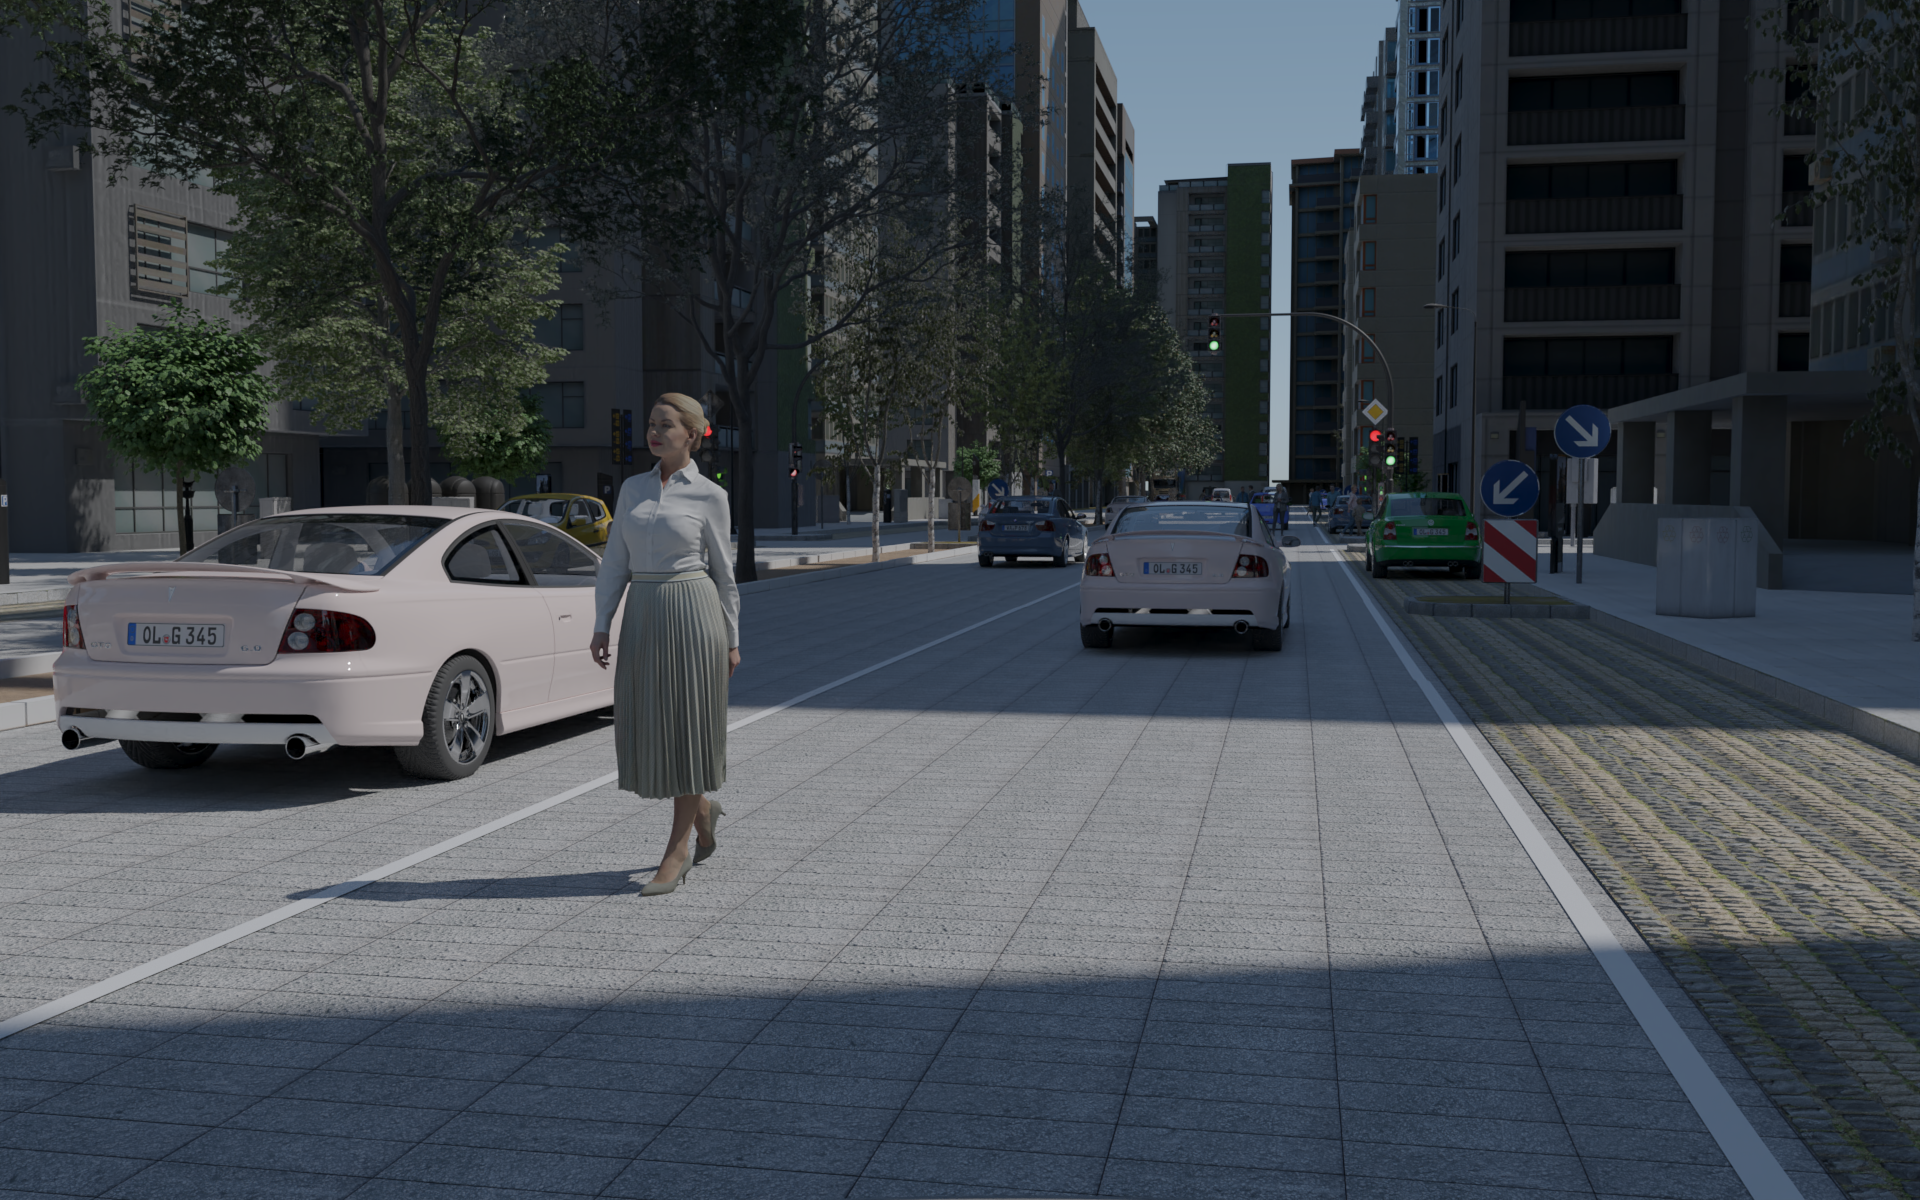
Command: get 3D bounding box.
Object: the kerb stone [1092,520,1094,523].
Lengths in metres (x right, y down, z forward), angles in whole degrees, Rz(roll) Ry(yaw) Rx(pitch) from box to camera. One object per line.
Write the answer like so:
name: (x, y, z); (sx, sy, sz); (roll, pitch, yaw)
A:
kerb stone: (6.307, -3.815, 84.590); (0.120, 0.150, 1.000); (1, 4, 11)

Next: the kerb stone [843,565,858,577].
kerb stone: (-2.012, -0.496, 30.304); (0.120, 0.150, 1.000); (1, 4, 11)

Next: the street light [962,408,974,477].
street light: (0.663, -7.330, 92.388); (1.470, 5.913, 1.316); (1, 4, 11)

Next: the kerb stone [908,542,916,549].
kerb stone: (-1.364, -1.381, 44.777); (0.120, 0.150, 1.000); (1, 4, 11)

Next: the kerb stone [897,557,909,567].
kerb stone: (-1.236, -0.742, 34.320); (0.120, 0.150, 1.000); (1, 4, 11)

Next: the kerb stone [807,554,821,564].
kerb stone: (-3.114, -0.828, 35.735); (0.120, 0.150, 1.000); (1, 4, 11)

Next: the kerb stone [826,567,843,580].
kerb stone: (-2.217, -0.430, 29.296); (0.120, 0.150, 1.000); (1, 4, 11)

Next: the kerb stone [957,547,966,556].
kerb stone: (-0.082, -1.110, 40.351); (0.120, 0.150, 1.000); (1, 4, 11)

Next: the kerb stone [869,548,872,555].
kerb stone: (-2.137, -1.133, 40.756); (0.120, 0.150, 1.000); (1, 4, 11)

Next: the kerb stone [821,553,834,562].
kerb stone: (-2.921, -0.890, 36.739); (0.120, 0.150, 1.000); (1, 4, 11)

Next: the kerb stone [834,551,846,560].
kerb stone: (-2.727, -0.951, 37.747); (0.120, 0.150, 1.000); (1, 4, 11)

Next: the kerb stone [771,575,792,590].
kerb stone: (-2.795, -0.248, 26.276); (0.120, 0.150, 1.000); (1, 4, 11)

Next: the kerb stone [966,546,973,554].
kerb stone: (0.108, -1.172, 41.355); (0.120, 0.150, 1.000); (1, 4, 11)

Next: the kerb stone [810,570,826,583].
kerb stone: (-2.421, -0.373, 28.288); (0.120, 0.150, 1.000); (1, 4, 11)

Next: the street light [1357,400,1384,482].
street light: (20.288, -6.905, 85.439); (1.470, 5.913, 1.316); (1, 4, 11)

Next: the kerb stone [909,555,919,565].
kerb stone: (-1.052, -0.797, 35.326); (0.120, 0.150, 1.000); (1, 4, 11)

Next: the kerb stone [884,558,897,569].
kerb stone: (-1.434, -0.669, 33.318); (0.120, 0.150, 1.000); (1, 4, 11)

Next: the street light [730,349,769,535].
street light: (-6.665, -5.014, 54.513); (1.470, 5.913, 1.316); (1, 4, 11)

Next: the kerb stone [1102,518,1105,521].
kerb stone: (7.862, -4.309, 92.643); (0.120, 0.150, 1.000); (1, 4, 11)

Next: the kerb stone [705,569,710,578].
kerb stone: (-4.282, -0.458, 29.686); (0.120, 0.150, 1.000); (1, 4, 11)

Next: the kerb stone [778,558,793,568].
kerb stone: (-3.504, -0.704, 33.719); (0.120, 0.150, 1.000); (1, 4, 11)

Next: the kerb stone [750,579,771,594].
kerb stone: (-2.994, -0.188, 25.273); (0.120, 0.150, 1.000); (1, 4, 11)

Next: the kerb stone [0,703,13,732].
kerb stone: (-5.899, 0.736, 10.163); (0.120, 0.150, 1.000); (1, 4, 11)

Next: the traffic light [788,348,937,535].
traffic light: (-3.100, -4.846, 53.898); (4.771, 5.953, 1.251); (1, 4, 11)

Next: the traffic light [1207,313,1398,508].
traffic light: (8.593, -4.201, 43.356); (4.771, 5.953, 1.251); (1, 4, 11)

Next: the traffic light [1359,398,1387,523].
traffic light: (12.176, -3.793, 50.943); (0.839, 4.253, 0.868); (1, 4, 11)

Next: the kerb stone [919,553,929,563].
kerb stone: (-0.858, -0.865, 36.335); (0.120, 0.150, 1.000); (1, 4, 11)

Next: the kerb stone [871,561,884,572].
kerb stone: (-1.637, -0.619, 32.316); (0.120, 0.150, 1.000); (1, 4, 11)

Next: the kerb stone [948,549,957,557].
kerb stone: (-0.280, -1.046, 39.348); (0.120, 0.150, 1.000); (1, 4, 11)

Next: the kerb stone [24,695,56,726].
kerb stone: (-5.711, 0.674, 11.173); (0.120, 0.150, 1.000); (1, 4, 11)

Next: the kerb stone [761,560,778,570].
kerb stone: (-3.695, -0.643, 32.715); (0.120, 0.150, 1.000); (1, 4, 11)

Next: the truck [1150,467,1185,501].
truck: (21.116, -11.410, 175.463); (2.839, 4.237, 11.283); (1, 4, 12)

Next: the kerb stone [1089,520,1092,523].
kerb stone: (6.121, -3.755, 83.583); (0.120, 0.150, 1.000); (1, 4, 11)

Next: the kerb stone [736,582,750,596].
kerb stone: (-3.188, -0.127, 24.268); (0.120, 0.150, 1.000); (1, 4, 11)

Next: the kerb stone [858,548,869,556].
kerb stone: (-2.334, -1.074, 39.753); (0.120, 0.150, 1.000); (1, 4, 11)

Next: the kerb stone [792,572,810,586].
kerb stone: (-2.599, -0.311, 27.281); (0.120, 0.150, 1.000); (1, 4, 11)

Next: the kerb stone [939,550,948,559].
kerb stone: (-0.470, -0.988, 38.344); (0.120, 0.150, 1.000); (1, 4, 11)

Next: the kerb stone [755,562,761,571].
kerb stone: (-3.893, -0.578, 31.706); (0.120, 0.150, 1.000); (1, 4, 11)

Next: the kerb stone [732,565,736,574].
kerb stone: (-4.086, -0.518, 30.697); (0.120, 0.150, 1.000); (1, 4, 11)

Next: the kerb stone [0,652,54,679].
kerb stone: (-7.383, 0.527, 13.571); (0.120, 0.150, 1.000); (1, 4, 11)

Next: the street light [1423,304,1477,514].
street light: (12.002, -4.270, 42.360); (1.470, 5.913, 1.316); (1, 4, 11)

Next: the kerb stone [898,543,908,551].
kerb stone: (-1.555, -1.317, 43.773); (0.120, 0.150, 1.000); (1, 4, 11)

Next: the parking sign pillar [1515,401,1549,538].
parking sign pillar: (16.513, -3.802, 50.627); (1.447, 3.967, 1.447); (1, 4, 13)

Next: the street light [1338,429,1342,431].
street light: (27.812, -9.292, 124.466); (1.470, 5.913, 1.316); (1, 4, 11)

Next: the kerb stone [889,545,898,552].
kerb stone: (-1.757, -1.258, 42.764); (0.120, 0.150, 1.000); (1, 4, 11)

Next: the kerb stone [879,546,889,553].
kerb stone: (-1.947, -1.197, 41.760); (0.120, 0.150, 1.000); (1, 4, 11)

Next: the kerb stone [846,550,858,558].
kerb stone: (-2.530, -1.009, 38.750); (0.120, 0.150, 1.000); (1, 4, 11)

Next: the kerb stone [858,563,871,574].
kerb stone: (-1.829, -0.558, 31.312); (0.120, 0.150, 1.000); (1, 4, 11)

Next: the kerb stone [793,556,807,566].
kerb stone: (-3.308, -0.761, 34.731); (0.120, 0.150, 1.000); (1, 4, 11)

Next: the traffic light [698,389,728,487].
traffic light: (-6.682, -3.517, 46.418); (0.839, 4.253, 0.868); (1, 4, 11)

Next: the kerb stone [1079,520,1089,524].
kerb stone: (5.925, -3.693, 82.569); (0.120, 0.150, 1.000); (1, 4, 11)

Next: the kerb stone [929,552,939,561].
kerb stone: (-0.658, -0.926, 37.339); (0.120, 0.150, 1.000); (1, 4, 11)

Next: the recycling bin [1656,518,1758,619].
recycling bin: (7.847, -0.346, 18.210); (0.722, 1.027, 0.722); (-2, 4, -25)

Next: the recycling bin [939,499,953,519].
recycling bin: (-0.674, -4.670, 88.902); (0.722, 1.027, 0.722); (1, 4, 14)
